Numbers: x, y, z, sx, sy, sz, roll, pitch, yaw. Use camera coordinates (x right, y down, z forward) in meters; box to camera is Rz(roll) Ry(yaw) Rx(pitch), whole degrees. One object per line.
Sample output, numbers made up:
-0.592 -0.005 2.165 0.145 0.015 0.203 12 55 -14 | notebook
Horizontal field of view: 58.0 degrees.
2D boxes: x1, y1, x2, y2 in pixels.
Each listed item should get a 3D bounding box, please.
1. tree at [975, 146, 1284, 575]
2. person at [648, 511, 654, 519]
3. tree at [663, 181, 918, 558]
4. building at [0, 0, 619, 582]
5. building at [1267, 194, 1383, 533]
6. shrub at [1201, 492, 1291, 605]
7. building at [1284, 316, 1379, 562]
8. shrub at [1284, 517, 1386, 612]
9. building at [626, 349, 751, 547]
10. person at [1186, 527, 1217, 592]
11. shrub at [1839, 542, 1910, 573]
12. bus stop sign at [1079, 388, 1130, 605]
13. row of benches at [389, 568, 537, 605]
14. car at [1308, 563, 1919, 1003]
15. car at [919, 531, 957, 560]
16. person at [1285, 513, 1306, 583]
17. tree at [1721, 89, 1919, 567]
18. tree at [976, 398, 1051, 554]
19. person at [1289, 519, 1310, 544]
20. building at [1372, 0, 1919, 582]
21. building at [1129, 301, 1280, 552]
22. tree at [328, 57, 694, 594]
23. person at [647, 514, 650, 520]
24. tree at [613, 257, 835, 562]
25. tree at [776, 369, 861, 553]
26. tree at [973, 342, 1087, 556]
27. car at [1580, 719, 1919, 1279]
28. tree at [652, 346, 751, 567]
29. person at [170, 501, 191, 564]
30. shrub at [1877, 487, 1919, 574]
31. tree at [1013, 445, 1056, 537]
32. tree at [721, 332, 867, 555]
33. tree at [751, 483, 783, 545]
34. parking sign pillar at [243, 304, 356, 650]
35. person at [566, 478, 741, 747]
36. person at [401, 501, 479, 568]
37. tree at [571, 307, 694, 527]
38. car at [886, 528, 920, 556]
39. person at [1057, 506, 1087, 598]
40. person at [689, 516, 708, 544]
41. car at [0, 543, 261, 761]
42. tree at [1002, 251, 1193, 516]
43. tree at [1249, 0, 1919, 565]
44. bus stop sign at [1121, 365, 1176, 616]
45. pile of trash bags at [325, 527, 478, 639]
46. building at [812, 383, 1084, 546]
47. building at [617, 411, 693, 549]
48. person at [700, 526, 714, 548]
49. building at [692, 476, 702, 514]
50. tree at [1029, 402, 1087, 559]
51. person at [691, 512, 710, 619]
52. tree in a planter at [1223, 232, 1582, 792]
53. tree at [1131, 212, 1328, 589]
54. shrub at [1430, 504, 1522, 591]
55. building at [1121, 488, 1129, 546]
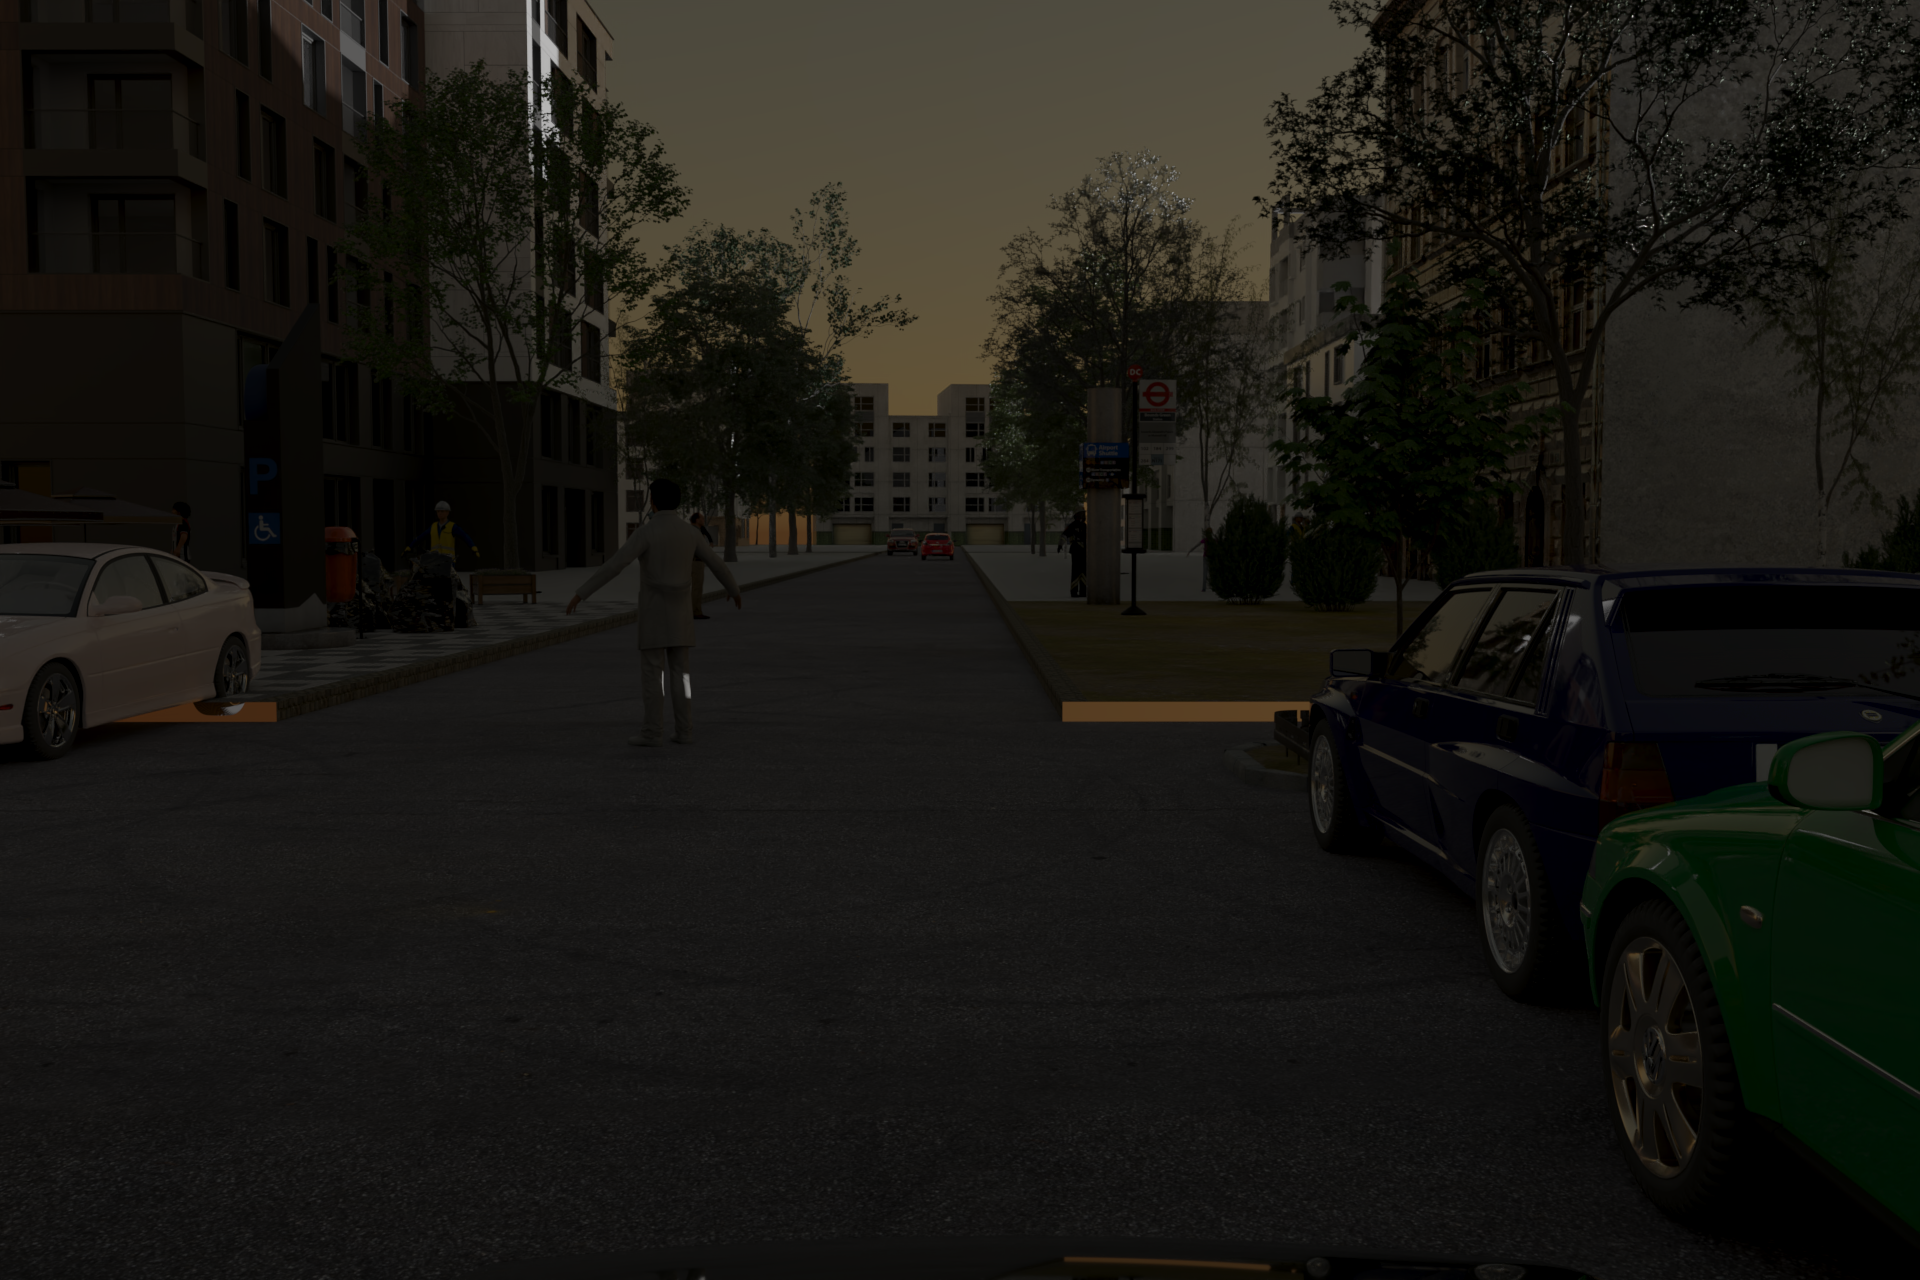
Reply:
4.933 -8.840 54.900 12.009 13.543 11.850 0 3 0 | tree
-6.793 -1.996 38.757 0.704 1.817 1.347 -1 4 -13 | person
-9.043 -14.494 92.865 12.611 20.169 13.585 0 3 0 | tree
-28.267 -12.950 55.702 27.936 21.610 32.646 0 4 0 | building
22.694 -14.765 97.835 16.016 20.090 11.380 0 4 0 | building
5.234 -1.683 31.551 1.661 2.075 1.752 0 3 0 | shrub
19.452 -7.592 66.272 9.099 9.664 28.070 0 4 0 | building
6.226 -1.510 28.732 1.661 2.075 1.752 0 3 0 | shrub
-28.018 -19.689 178.336 16.016 20.090 11.380 0 4 -1 | building
5.520 -1.783 38.421 0.991 1.433 0.599 0 4 6 | person
9.651 -0.441 18.327 1.383 1.207 1.383 0 3 0 | shrub
2.615 -2.596 31.464 0.837 3.901 0.837 0 4 0 | bus stop sign
-9.528 -0.951 31.015 4.104 0.672 1.422 -2 4 -30 | row of benches
2.505 0.362 6.654 1.945 1.354 3.894 0 4 -1 | car
-1.227 -5.303 95.745 2.155 1.783 4.494 0 3 0 | car
8.478 -2.282 43.284 1.349 1.833 0.705 -3 4 -37 | person
14.467 -4.832 29.369 4.360 8.622 3.978 0 3 0 | tree
4.387 -10.683 109.078 8.767 10.594 7.601 3 5 41 | tree
10.278 -2.736 51.530 1.217 1.733 0.721 -1 4 -17 | person
21.855 -12.947 42.607 19.493 23.208 18.063 0 4 0 | building
23.685 -16.734 140.051 16.747 18.905 31.486 0 4 0 | building
-9.604 -6.817 37.206 9.928 11.665 9.643 0 3 0 | tree
-7.387 -2.193 41.787 1.347 1.837 0.705 3 5 40 | person
-10.631 -10.539 78.967 9.857 13.997 8.962 0 3 0 | tree
-10.522 -12.289 119.045 7.486 12.596 7.792 0 3 0 | tree
4.379 -11.046 98.728 7.486 12.596 7.792 0 3 0 | tree
2.323 0.401 2.245 1.959 1.807 4.718 0 3 0 | car
-9.823 -7.179 67.734 4.360 8.622 3.978 0 3 0 | tree
-13.053 -1.396 28.971 0.704 1.843 1.345 -2 4 -26 | person
13.811 -1.236 24.621 1.690 2.028 1.600 0 3 0 | shrub
4.861 -10.178 116.774 4.737 8.622 4.395 0 3 0 | tree
-10.390 -12.246 106.870 9.857 13.997 8.962 0 3 0 | tree
-23.827 -16.573 205.386 7.601 10.594 8.767 0 4 -4 | tree
-7.676 -1.910 19.703 1.447 3.967 1.447 0 4 0 | parking sign pillar
-2.022 -0.192 11.779 1.347 1.806 0.705 -3 5 -40 | person
-7.757 -1.188 25.892 1.216 1.772 0.721 0 4 7 | person
-10.325 -6.485 56.396 4.360 8.622 3.978 0 3 0 | tree
-3.842 -6.596 116.523 2.281 1.827 5.304 0 4 -1 | car
2.436 -1.789 35.033 1.354 1.856 0.705 -3 4 -38 | person
-7.984 -2.821 51.980 0.705 1.847 1.347 1 4 23 | person
-6.668 -0.005 12.441 2.083 1.381 4.827 0 4 -1 | car
5.401 -9.216 68.803 7.486 12.596 7.792 0 3 0 | tree
7.007 -5.184 19.174 8.767 10.594 7.601 2 4 27 | tree
2.975 -2.364 27.352 0.855 3.939 0.416 0 4 0 | bus stop sign
-7.563 -0.783 22.555 1.912 1.369 3.447 0 4 0 | pile of trash bags
-1.947 -20.899 210.613 31.486 18.905 16.747 0 4 -6 | building
-24.860 -11.633 132.346 9.099 9.664 28.070 0 4 -1 | building
-7.150 -2.498 47.021 1.347 1.806 0.705 2 4 35 | person
-28.291 -13.353 160.476 9.099 9.664 28.070 0 4 0 | building
5.393 -8.459 88.660 4.360 8.622 3.978 0 3 0 | tree
-4.405 -1.254 29.234 0.705 1.796 1.348 -1 4 -17 | person
2.631 -0.801 10.316 1.991 3.239 1.994 0 3 0 | tree in a planter
5.615 -5.506 40.387 4.360 8.622 3.978 0 3 0 | tree
9.484 -1.683 31.940 1.690 2.028 1.600 0 3 0 | shrub
21.391 -14.418 177.874 9.099 9.664 28.070 0 4 0 | building
